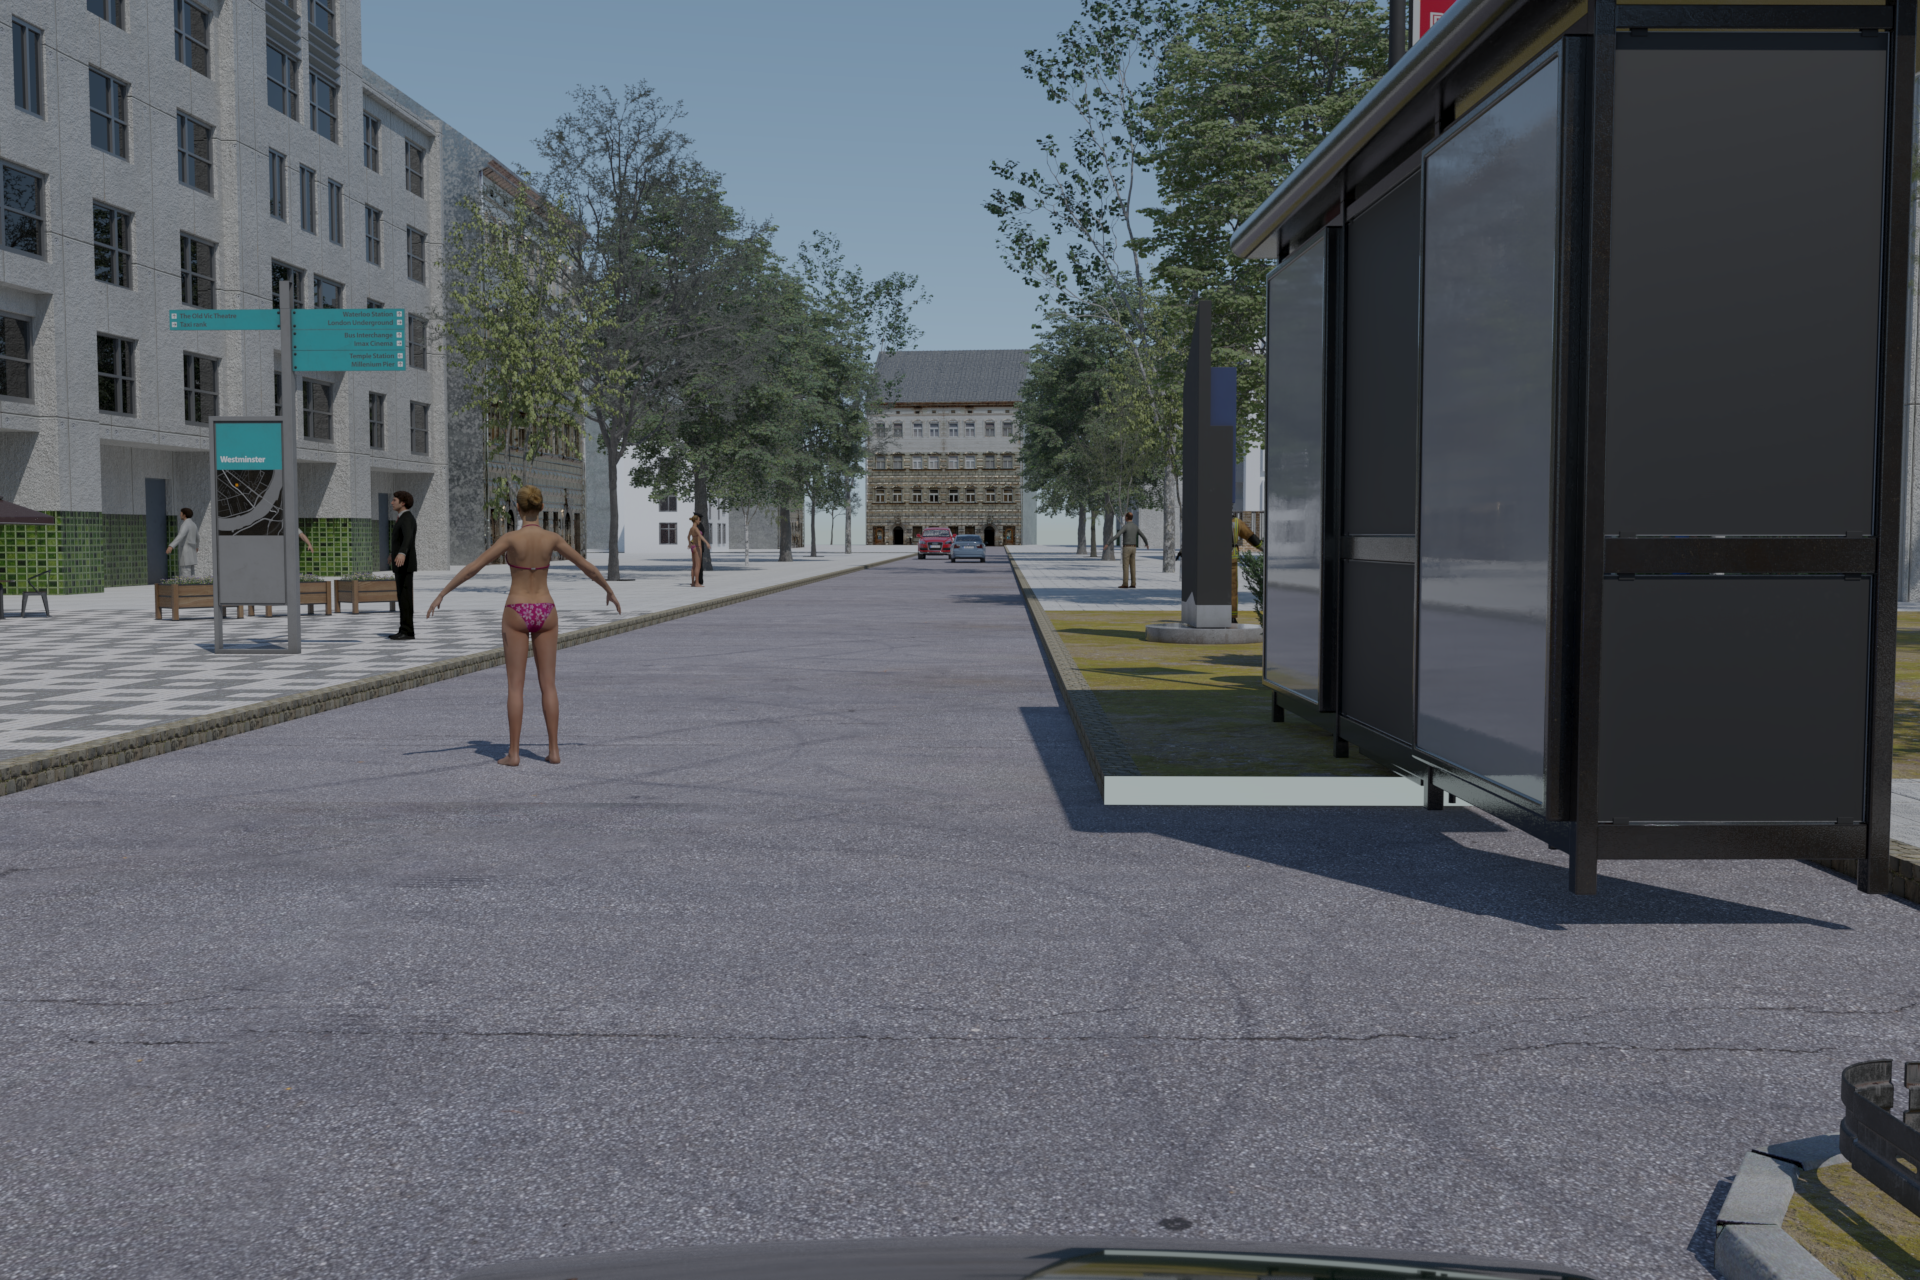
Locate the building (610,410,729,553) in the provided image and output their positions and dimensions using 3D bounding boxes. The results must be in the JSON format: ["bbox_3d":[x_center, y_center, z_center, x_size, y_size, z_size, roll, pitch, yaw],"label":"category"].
[{"bbox_3d":[-21.995,-11.590,131.649,9.099,9.664,28.070,0,4,1],"label":"building"}]

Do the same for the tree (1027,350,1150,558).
[{"bbox_3d":[7.449,-10.357,95.099,9.928,11.665,9.643,0,3,0],"label":"tree"}]

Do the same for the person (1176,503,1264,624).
[{"bbox_3d":[3.731,-1.144,24.466,1.354,1.858,0.705,0,4,2],"label":"person"}]

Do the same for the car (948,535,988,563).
[{"bbox_3d":[0.403,-4.611,87.396,2.014,1.417,4.499,0,3,0],"label":"car"}]

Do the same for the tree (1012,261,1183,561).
[{"bbox_3d":[7.173,-10.767,82.703,9.857,13.997,8.962,0,3,0],"label":"tree"}]

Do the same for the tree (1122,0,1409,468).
[{"bbox_3d":[6.460,-6.939,31.578,7.486,12.596,7.792,0,3,0],"label":"tree"}]

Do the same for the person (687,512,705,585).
[{"bbox_3d":[-6.617,-2.301,43.563,0.705,1.837,1.347,0,4,2],"label":"person"}]

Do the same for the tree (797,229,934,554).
[{"bbox_3d":[-8.501,-15.587,110.743,12.611,20.169,13.585,0,3,0],"label":"tree"}]

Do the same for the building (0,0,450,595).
[{"bbox_3d":[-26.828,-10.912,44.873,16.747,18.905,31.486,0,4,2],"label":"building"}]

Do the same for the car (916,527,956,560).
[{"bbox_3d":[-1.310,-5.500,98.599,2.281,1.827,5.304,0,4,2],"label":"car"}]

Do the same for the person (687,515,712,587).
[{"bbox_3d":[-6.320,-2.149,41.935,0.721,1.733,1.217,-2,4,-32],"label":"person"}]

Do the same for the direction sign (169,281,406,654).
[{"bbox_3d":[-7.088,-1.846,18.952,2.525,3.948,1.411,0,4,2],"label":"direction sign"}]

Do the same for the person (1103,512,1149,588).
[{"bbox_3d":[3.981,-2.122,40.965,1.348,1.796,0.705,-2,4,-33],"label":"person"}]

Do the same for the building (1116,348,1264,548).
[{"bbox_3d":[25.063,-18.762,173.214,16.747,18.905,31.486,0,4,1],"label":"building"}]

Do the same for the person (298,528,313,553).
[{"bbox_3d":[-13.609,-1.774,34.856,1.347,1.847,0.705,1,4,8],"label":"person"}]

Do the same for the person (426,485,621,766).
[{"bbox_3d":[-2.700,-0.095,10.817,1.217,1.733,0.721,-2,4,-28],"label":"person"}]

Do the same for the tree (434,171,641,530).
[{"bbox_3d":[-9.086,-5.254,36.258,4.737,8.622,4.395,0,3,0],"label":"tree"}]

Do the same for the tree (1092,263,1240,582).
[{"bbox_3d":[5.861,-5.874,46.398,4.737,8.622,4.395,0,3,0],"label":"tree"}]

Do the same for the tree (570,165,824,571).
[{"bbox_3d":[-8.943,-9.387,60.128,9.857,13.997,8.962,0,3,0],"label":"tree"}]

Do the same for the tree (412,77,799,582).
[{"bbox_3d":[-9.389,-8.348,46.859,12.009,13.543,11.850,0,3,0],"label":"tree"}]

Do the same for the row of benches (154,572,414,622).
[{"bbox_3d":[-10.524,-0.705,26.991,1.422,0.672,4.104,3,5,41],"label":"row of benches"}]

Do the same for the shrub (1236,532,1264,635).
[{"bbox_3d":[3.552,-0.756,16.787,1.690,2.028,1.600,0,3,0],"label":"shrub"}]

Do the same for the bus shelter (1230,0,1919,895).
[{"bbox_3d":[2.941,-1.996,10.264,2.179,5.291,8.768,0,4,-1],"label":"bus shelter"}]

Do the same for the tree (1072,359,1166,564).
[{"bbox_3d":[6.890,-7.499,72.964,4.360,8.622,3.978,0,3,0],"label":"tree"}]

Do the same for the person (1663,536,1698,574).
[{"bbox_3d":[15.937,-1.965,38.258,1.347,1.817,0.704,-1,4,-22],"label":"person"}]

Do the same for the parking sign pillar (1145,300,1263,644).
[{"bbox_3d":[2.952,-1.972,20.713,1.447,3.967,1.447,0,4,-1],"label":"parking sign pillar"}]

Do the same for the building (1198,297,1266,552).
[{"bbox_3d":[23.585,-17.197,137.584,16.016,20.090,11.380,0,4,1],"label":"building"}]

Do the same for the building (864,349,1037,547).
[{"bbox_3d":[-0.660,-22.768,205.644,18.063,23.208,19.493,0,4,8],"label":"building"}]

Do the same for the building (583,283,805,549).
[{"bbox_3d":[-24.296,-19.817,154.940,19.493,23.208,18.063,0,4,2],"label":"building"}]

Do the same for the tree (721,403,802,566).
[{"bbox_3d":[-8.650,-7.301,69.728,4.360,8.622,3.978,0,3,0],"label":"tree"}]

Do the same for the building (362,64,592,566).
[{"bbox_3d":[-28.359,-15.148,78.606,19.493,23.208,18.063,0,4,0],"label":"building"}]

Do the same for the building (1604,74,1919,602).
[{"bbox_3d":[26.660,-11.076,47.554,16.747,18.905,31.486,0,4,2],"label":"building"}]

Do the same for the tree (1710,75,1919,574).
[{"bbox_3d":[7.706,-4.136,17.983,4.360,8.622,3.978,0,3,0],"label":"tree"}]

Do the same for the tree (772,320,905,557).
[{"bbox_3d":[-8.229,-11.380,96.430,12.009,13.543,11.850,0,3,0],"label":"tree"}]

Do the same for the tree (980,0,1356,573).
[{"bbox_3d":[6.656,-12.388,58.440,12.611,20.169,13.585,0,3,0],"label":"tree"}]

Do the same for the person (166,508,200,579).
[{"bbox_3d":[-15.443,-1.735,34.562,0.705,1.806,1.347,0,4,-1],"label":"person"}]

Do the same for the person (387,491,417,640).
[{"bbox_3d":[-6.803,-0.912,21.097,0.705,1.806,1.347,-1,4,-22],"label":"person"}]

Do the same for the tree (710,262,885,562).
[{"bbox_3d":[-8.134,-10.588,79.764,9.857,13.997,8.962,0,3,0],"label":"tree"}]

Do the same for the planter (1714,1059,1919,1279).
[{"bbox_3d":[2.459,1.111,2.971,1.991,0.319,1.994,0,4,1],"label":"planter"}]

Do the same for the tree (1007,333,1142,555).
[{"bbox_3d":[7.628,-12.275,107.345,9.857,13.997,8.962,0,3,0],"label":"tree"}]

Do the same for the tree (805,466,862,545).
[{"bbox_3d":[-14.897,-16.543,204.889,7.601,10.594,8.767,0,4,-1],"label":"tree"}]
